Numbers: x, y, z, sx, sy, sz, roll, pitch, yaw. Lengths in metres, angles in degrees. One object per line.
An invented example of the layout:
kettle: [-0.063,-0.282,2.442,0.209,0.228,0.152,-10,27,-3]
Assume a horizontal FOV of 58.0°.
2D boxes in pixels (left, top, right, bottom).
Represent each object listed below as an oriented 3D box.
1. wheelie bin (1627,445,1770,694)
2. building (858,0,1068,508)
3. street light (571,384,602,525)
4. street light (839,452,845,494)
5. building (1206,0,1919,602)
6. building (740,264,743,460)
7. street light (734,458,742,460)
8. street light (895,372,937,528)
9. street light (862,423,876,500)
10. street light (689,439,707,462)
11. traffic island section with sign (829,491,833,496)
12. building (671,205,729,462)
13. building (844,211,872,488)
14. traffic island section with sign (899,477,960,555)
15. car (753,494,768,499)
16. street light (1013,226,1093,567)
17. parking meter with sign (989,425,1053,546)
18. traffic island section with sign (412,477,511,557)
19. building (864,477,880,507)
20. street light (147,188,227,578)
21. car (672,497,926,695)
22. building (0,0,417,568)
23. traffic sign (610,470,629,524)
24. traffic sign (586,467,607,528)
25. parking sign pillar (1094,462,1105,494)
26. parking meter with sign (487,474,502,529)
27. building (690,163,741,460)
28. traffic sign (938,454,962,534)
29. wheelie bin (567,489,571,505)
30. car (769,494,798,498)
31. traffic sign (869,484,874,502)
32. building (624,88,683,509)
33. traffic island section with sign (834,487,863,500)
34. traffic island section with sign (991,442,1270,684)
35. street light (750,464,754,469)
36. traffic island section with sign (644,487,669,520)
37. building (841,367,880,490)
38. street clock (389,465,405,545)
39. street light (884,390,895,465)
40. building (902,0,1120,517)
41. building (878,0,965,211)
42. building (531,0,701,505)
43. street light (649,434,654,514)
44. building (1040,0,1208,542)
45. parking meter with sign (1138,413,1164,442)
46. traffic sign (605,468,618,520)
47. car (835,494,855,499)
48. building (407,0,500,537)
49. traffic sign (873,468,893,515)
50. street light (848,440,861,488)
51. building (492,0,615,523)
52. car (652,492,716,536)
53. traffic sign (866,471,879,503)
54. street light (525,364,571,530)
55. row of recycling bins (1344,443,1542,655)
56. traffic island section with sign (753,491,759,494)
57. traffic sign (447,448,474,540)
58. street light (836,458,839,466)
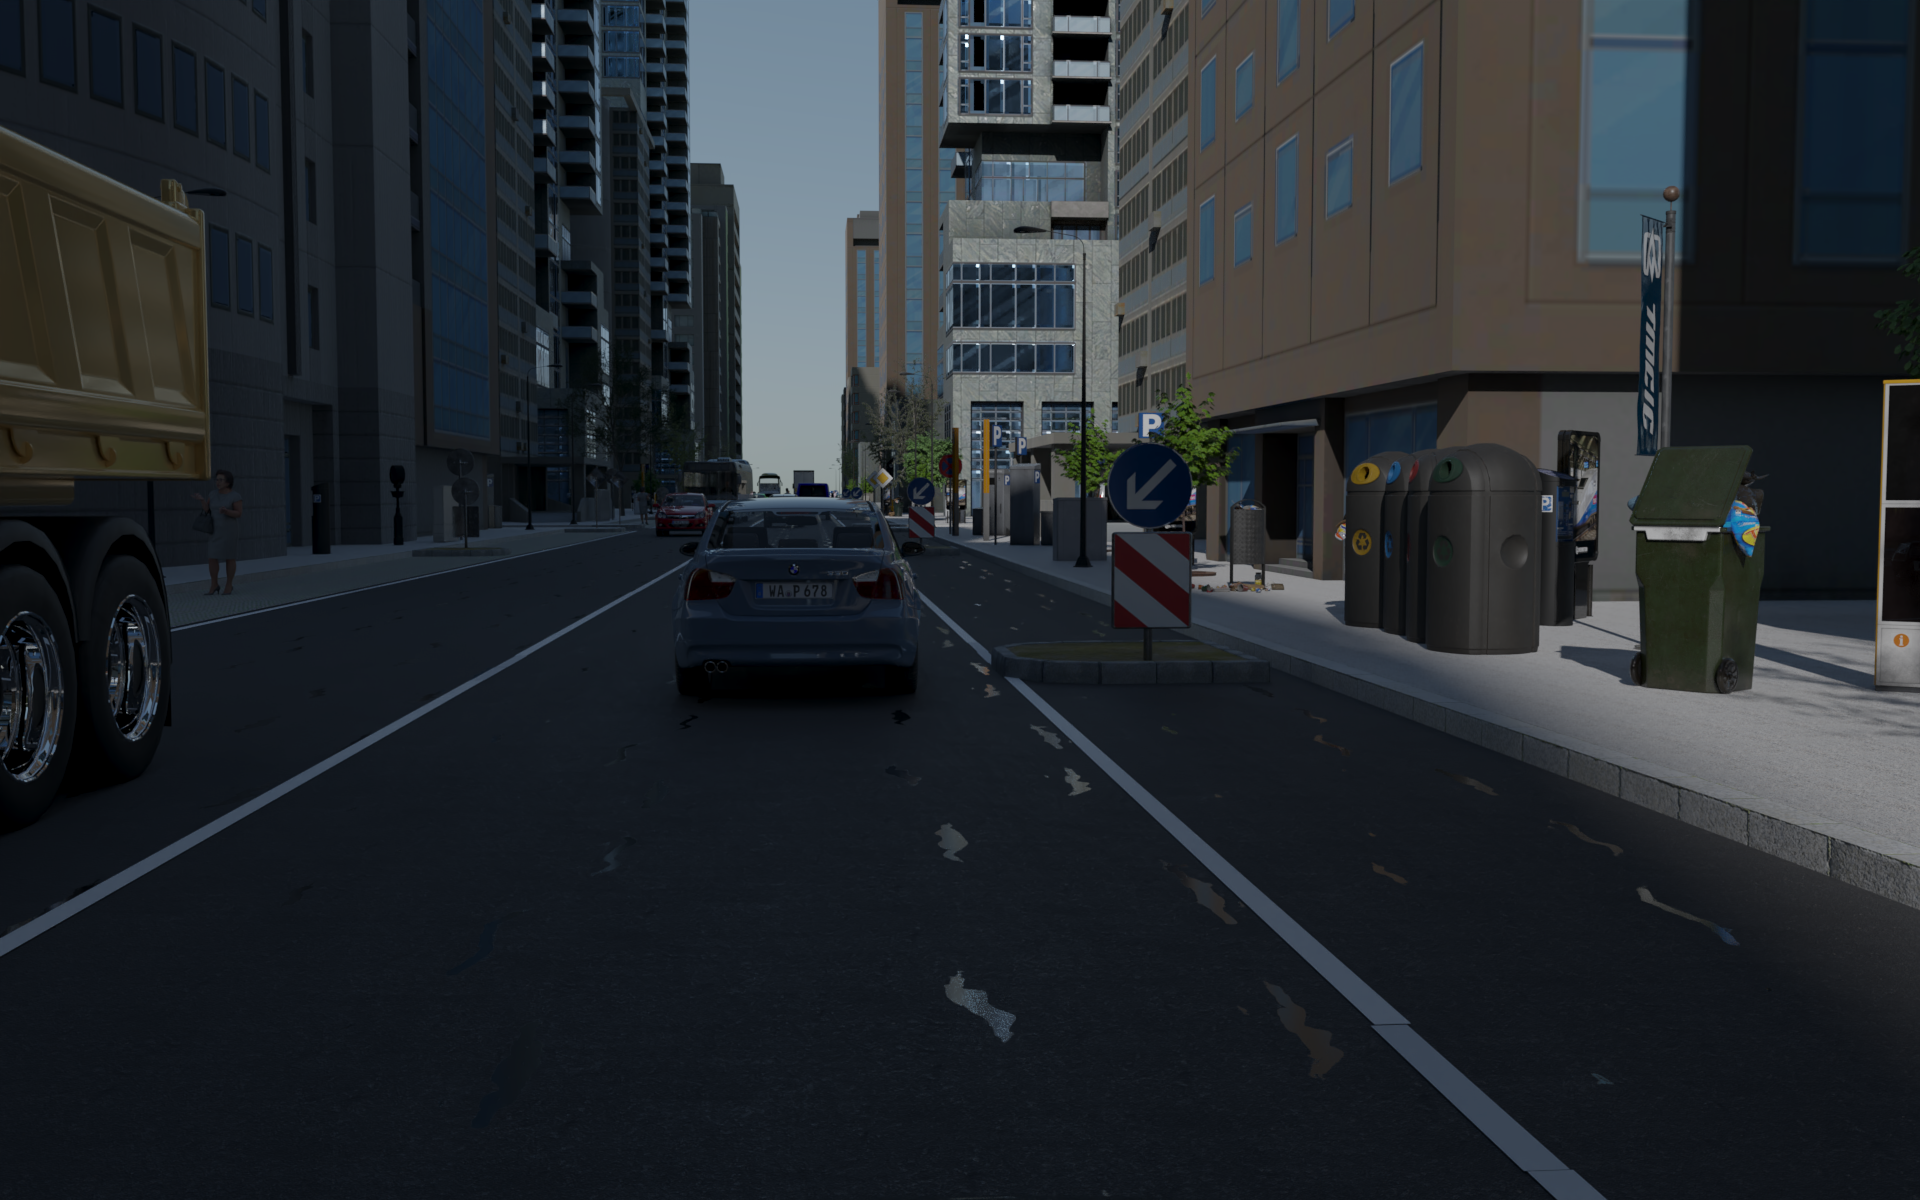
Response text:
wheelie bin: [4.859,-0.215,11.430,0.693,1.594,0.980,-3,4,-38]
building: [-0.748,-54.743,207.713,22.319,86.520,31.000,0,4,-5]
street light: [-15.770,-6.143,72.979,1.470,5.913,1.316,0,4,-5]
street light: [-12.156,-13.245,189.097,1.470,5.913,1.316,0,4,-5]
building: [11.917,-23.012,26.350,14.600,45.320,14.200,0,4,-5]
building: [-44.813,-37.590,298.197,14.154,41.232,14.086,0,4,-5]
street light: [-29.756,-15.876,232.116,1.470,5.913,1.316,0,4,-5]
street light: [-1.606,-5.724,66.123,1.470,5.913,1.316,0,4,-5]
street light: [-5.504,-8.609,113.297,1.470,5.913,1.316,0,4,-5]
street light: [-22.494,-10.807,149.241,1.470,5.913,1.316,0,4,-5]
traffic island section with sign: [-8.213,-7.014,123.313,1.989,1.847,2.006,0,4,-5]
building: [-39.176,-33.908,237.989,14.154,41.232,14.086,0,4,-5]
building: [-10.936,-38.075,272.632,14.600,45.320,14.200,0,4,-5]
traffic island section with sign: [-1.081,-2.004,41.392,1.989,1.847,2.006,0,4,-5]
car: [-20.125,-10.042,172.990,1.959,1.807,4.718,0,4,-6]
street light: [1.623,-3.527,30.216,1.470,5.913,1.316,0,4,-5]
parking meter with sign: [1.632,-2.882,43.377,1.738,3.016,0.543,2,4,28]
traffic island section with sign: [-11.566,-1.943,40.391,1.989,1.847,2.006,0,4,-5]
building: [6.103,-29.987,182.172,32.217,40.220,23.993,0,4,-5]
street light: [-11.817,-3.292,26.366,1.470,5.913,1.316,0,4,-5]
car: [-1.252,-0.104,13.707,2.014,1.417,4.499,0,4,-4]
building: [-24.264,-29.927,31.310,21.231,58.520,28.212,0,4,-5]
traffic sign: [-14.400,-4.259,73.280,0.795,2.450,0.064,0,4,-5]
traffic sign: [-13.708,-3.773,65.325,0.795,2.450,0.064,0,4,-5]
parking sign pillar: [6.274,-5.285,74.879,1.447,3.967,1.447,-2,4,-25]
parking meter with sign: [-17.847,-4.198,64.891,1.738,3.016,0.543,3,4,36]
building: [-43.531,-38.654,255.694,21.300,48.544,21.600,0,4,-5]
traffic sign: [-0.308,-3.377,55.321,0.768,2.556,0.104,0,4,-2]
wheelie bin: [-22.601,-5.731,101.613,0.980,1.594,0.693,-2,4,-27]
car: [-7.665,-4.034,75.747,2.009,1.686,4.222,0,4,-4]
traffic sign: [-6.047,-7.421,121.444,0.768,2.556,0.104,0,4,-3]
building: [-41.198,-28.506,157.947,32.217,40.220,23.993,0,4,-5]
traffic island section with sign: [-5.878,-5.372,96.458,1.989,1.847,2.006,0,4,-5]
traffic island section with sign: [1.286,-0.330,14.029,1.989,1.847,2.006,0,4,-5]
street light: [-32.749,-18.062,267.853,1.470,5.913,1.316,0,4,-5]
traffic island section with sign: [-16.385,-5.325,95.683,1.989,1.847,2.006,0,4,-5]
building: [-6.171,-27.543,295.362,27.650,21.520,28.899,0,4,-5]
street clock: [-14.085,-2.375,43.396,0.358,2.002,0.471,-3,5,-40]
street light: [-2.523,-6.421,77.517,1.470,5.913,1.316,0,4,-5]
building: [7.391,-48.825,110.956,22.319,86.520,31.000,0,4,-5]
building: [0.532,-30.102,142.277,14.600,45.320,14.200,0,4,-5]
building: [-38.871,-53.324,184.523,22.319,86.520,31.000,0,4,-5]
street light: [-18.998,-8.374,109.450,1.470,5.913,1.316,0,4,-5]
building: [18.194,-22.160,54.198,32.217,40.220,23.993,0,4,-5]
parking meter with sign: [4.156,-2.451,36.328,0.543,3.016,1.738,0,4,-4]
traffic sign: [-17.192,-5.235,85.700,0.768,2.556,0.104,0,4,-3]
car: [-9.070,-7.765,135.746,1.959,1.807,4.718,0,4,-6]
building: [-23.199,-24.717,54.239,14.200,45.320,14.600,0,4,-5]
traffic sign: [-2.952,-3.828,66.237,0.795,2.450,0.064,0,4,-5]
street light: [-9.151,-11.070,153.537,1.470,5.913,1.316,0,4,-5]
building: [-33.904,-23.930,83.137,32.217,40.220,23.993,0,4,-5]
car: [-9.554,-3.128,60.183,2.155,1.783,4.494,0,4,-5]
traffic sign: [-3.644,-4.315,74.192,0.795,2.450,0.064,0,4,-5]
street light: [-14.872,-5.467,61.922,1.470,5.913,1.316,0,4,-5]
row of recycling bins: [4.278,-0.513,15.495,1.069,1.692,3.534,0,4,-1]
traffic island section with sign: [-32.600,-16.722,282.036,1.989,1.847,2.006,0,4,-5]
traffic sign: [-13.936,-2.949,48.326,0.768,2.556,0.104,0,4,-1]
street light: [-16.209,-16.119,236.090,1.470,5.913,1.316,0,4,-5]
